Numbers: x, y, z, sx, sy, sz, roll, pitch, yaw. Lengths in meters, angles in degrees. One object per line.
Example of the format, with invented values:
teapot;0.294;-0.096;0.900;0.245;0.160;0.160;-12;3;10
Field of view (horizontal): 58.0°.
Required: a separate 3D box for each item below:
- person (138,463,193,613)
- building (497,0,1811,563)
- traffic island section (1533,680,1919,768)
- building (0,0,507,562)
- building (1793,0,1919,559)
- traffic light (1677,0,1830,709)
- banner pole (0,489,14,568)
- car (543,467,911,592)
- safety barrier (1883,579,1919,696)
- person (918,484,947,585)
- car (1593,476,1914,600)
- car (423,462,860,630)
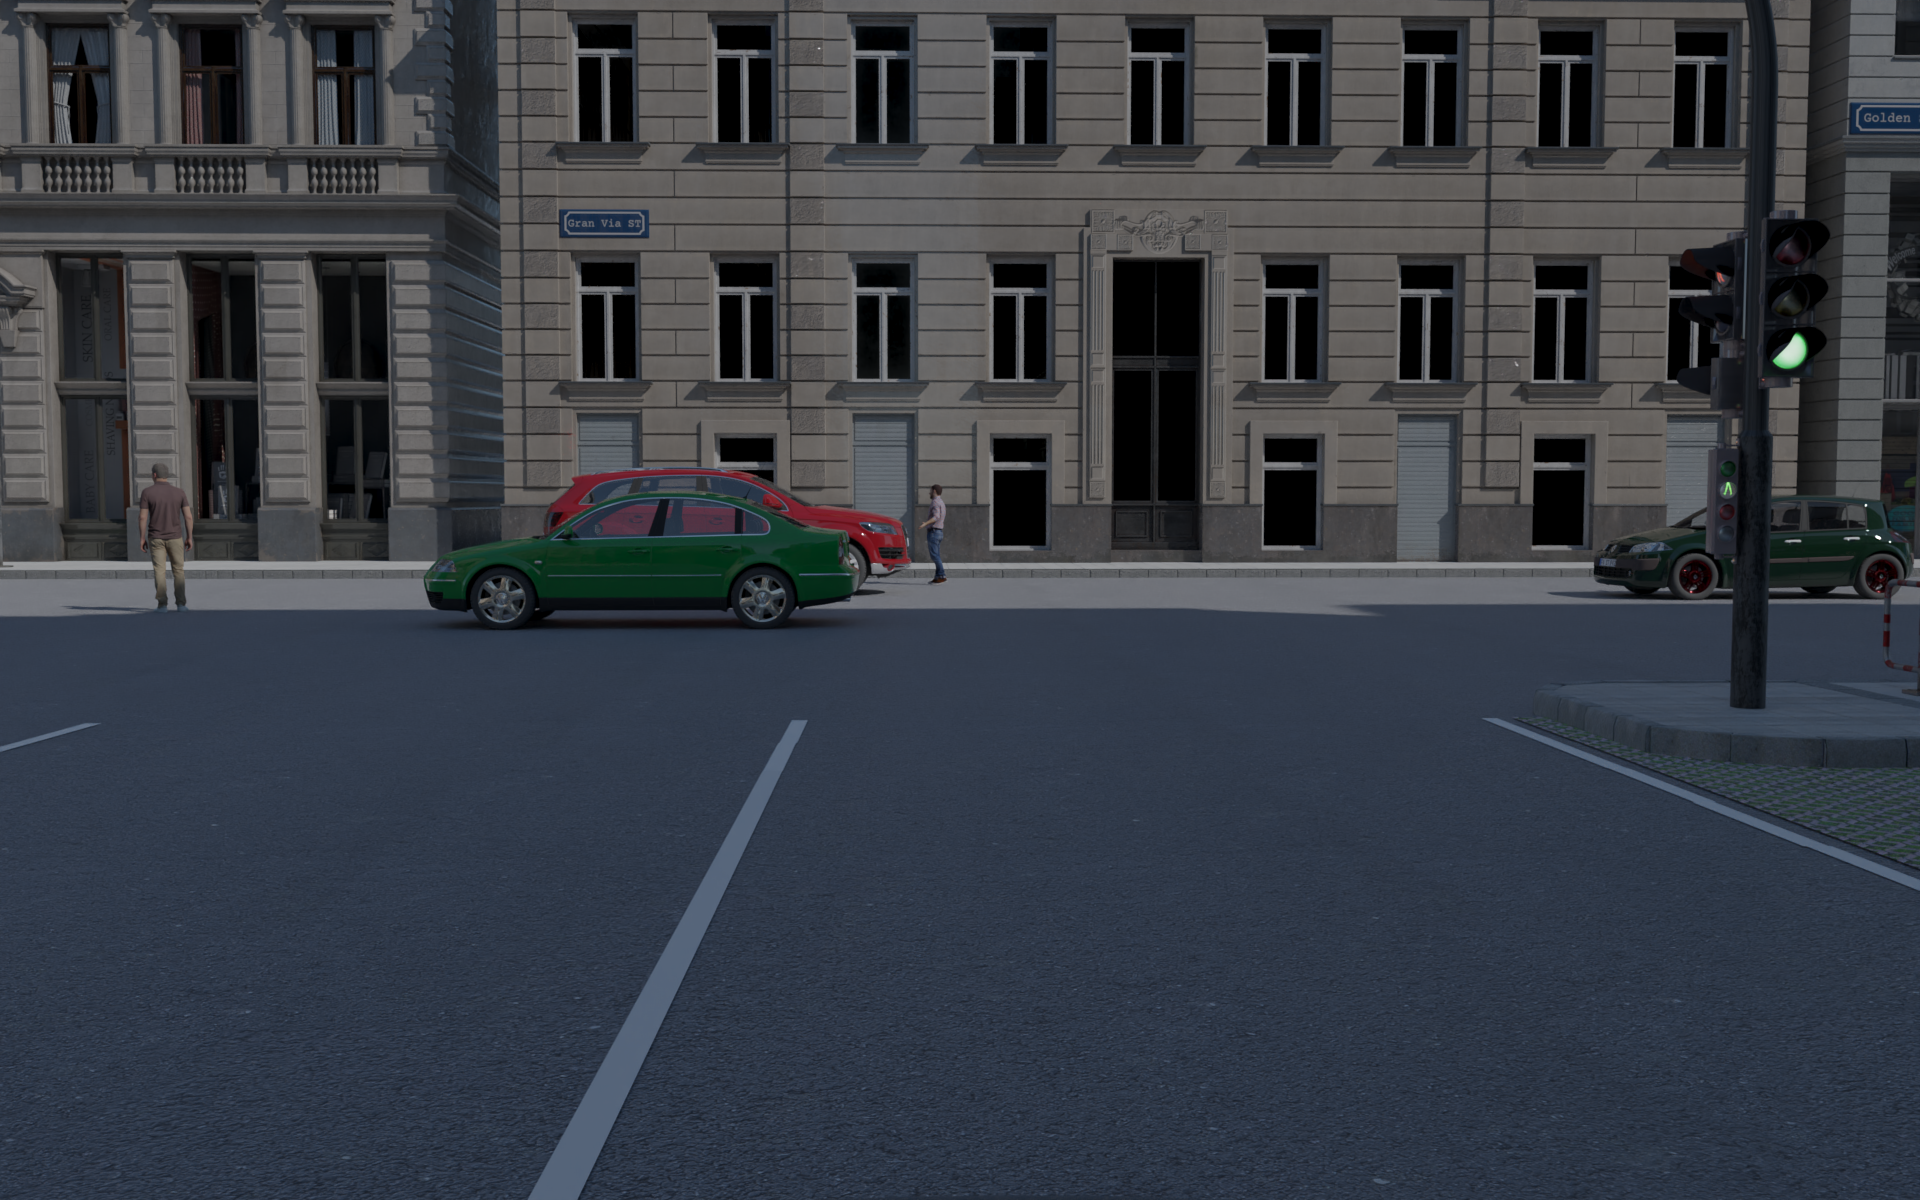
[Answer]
person;-9.646;-0.759;21.042;0.598;1.807;0.434;-2;4;-25
building;3.516;-14.666;37.057;25.104;27.353;12.463;0;4;-1
traffic island section;4.756;0.724;10.450;2.009;0.180;2.903;0;4;-1
building;-19.003;-12.713;36.744;19.941;23.489;11.050;0;4;-1
building;31.140;-15.913;37.675;29.804;29.767;11.434;0;4;-1
traffic light;2.627;-2.169;10.139;4.771;5.953;1.251;0;4;-1
banner pole;-16.692;-2.446;30.015;0.401;3.779;0.863;-2;4;-28
car;-3.358;-0.996;24.960;5.304;1.827;2.281;0;4;-1
safety barrier;6.217;0.197;11.051;0.300;0.817;1.120;0;4;-1
person;-0.404;-1.033;27.344;0.435;1.587;0.963;0;4;5
car;11.073;-0.881;24.190;4.222;1.686;2.009;0;4;-3
car;-3.469;-0.628;19.071;4.718;1.807;1.959;0;4;-2
